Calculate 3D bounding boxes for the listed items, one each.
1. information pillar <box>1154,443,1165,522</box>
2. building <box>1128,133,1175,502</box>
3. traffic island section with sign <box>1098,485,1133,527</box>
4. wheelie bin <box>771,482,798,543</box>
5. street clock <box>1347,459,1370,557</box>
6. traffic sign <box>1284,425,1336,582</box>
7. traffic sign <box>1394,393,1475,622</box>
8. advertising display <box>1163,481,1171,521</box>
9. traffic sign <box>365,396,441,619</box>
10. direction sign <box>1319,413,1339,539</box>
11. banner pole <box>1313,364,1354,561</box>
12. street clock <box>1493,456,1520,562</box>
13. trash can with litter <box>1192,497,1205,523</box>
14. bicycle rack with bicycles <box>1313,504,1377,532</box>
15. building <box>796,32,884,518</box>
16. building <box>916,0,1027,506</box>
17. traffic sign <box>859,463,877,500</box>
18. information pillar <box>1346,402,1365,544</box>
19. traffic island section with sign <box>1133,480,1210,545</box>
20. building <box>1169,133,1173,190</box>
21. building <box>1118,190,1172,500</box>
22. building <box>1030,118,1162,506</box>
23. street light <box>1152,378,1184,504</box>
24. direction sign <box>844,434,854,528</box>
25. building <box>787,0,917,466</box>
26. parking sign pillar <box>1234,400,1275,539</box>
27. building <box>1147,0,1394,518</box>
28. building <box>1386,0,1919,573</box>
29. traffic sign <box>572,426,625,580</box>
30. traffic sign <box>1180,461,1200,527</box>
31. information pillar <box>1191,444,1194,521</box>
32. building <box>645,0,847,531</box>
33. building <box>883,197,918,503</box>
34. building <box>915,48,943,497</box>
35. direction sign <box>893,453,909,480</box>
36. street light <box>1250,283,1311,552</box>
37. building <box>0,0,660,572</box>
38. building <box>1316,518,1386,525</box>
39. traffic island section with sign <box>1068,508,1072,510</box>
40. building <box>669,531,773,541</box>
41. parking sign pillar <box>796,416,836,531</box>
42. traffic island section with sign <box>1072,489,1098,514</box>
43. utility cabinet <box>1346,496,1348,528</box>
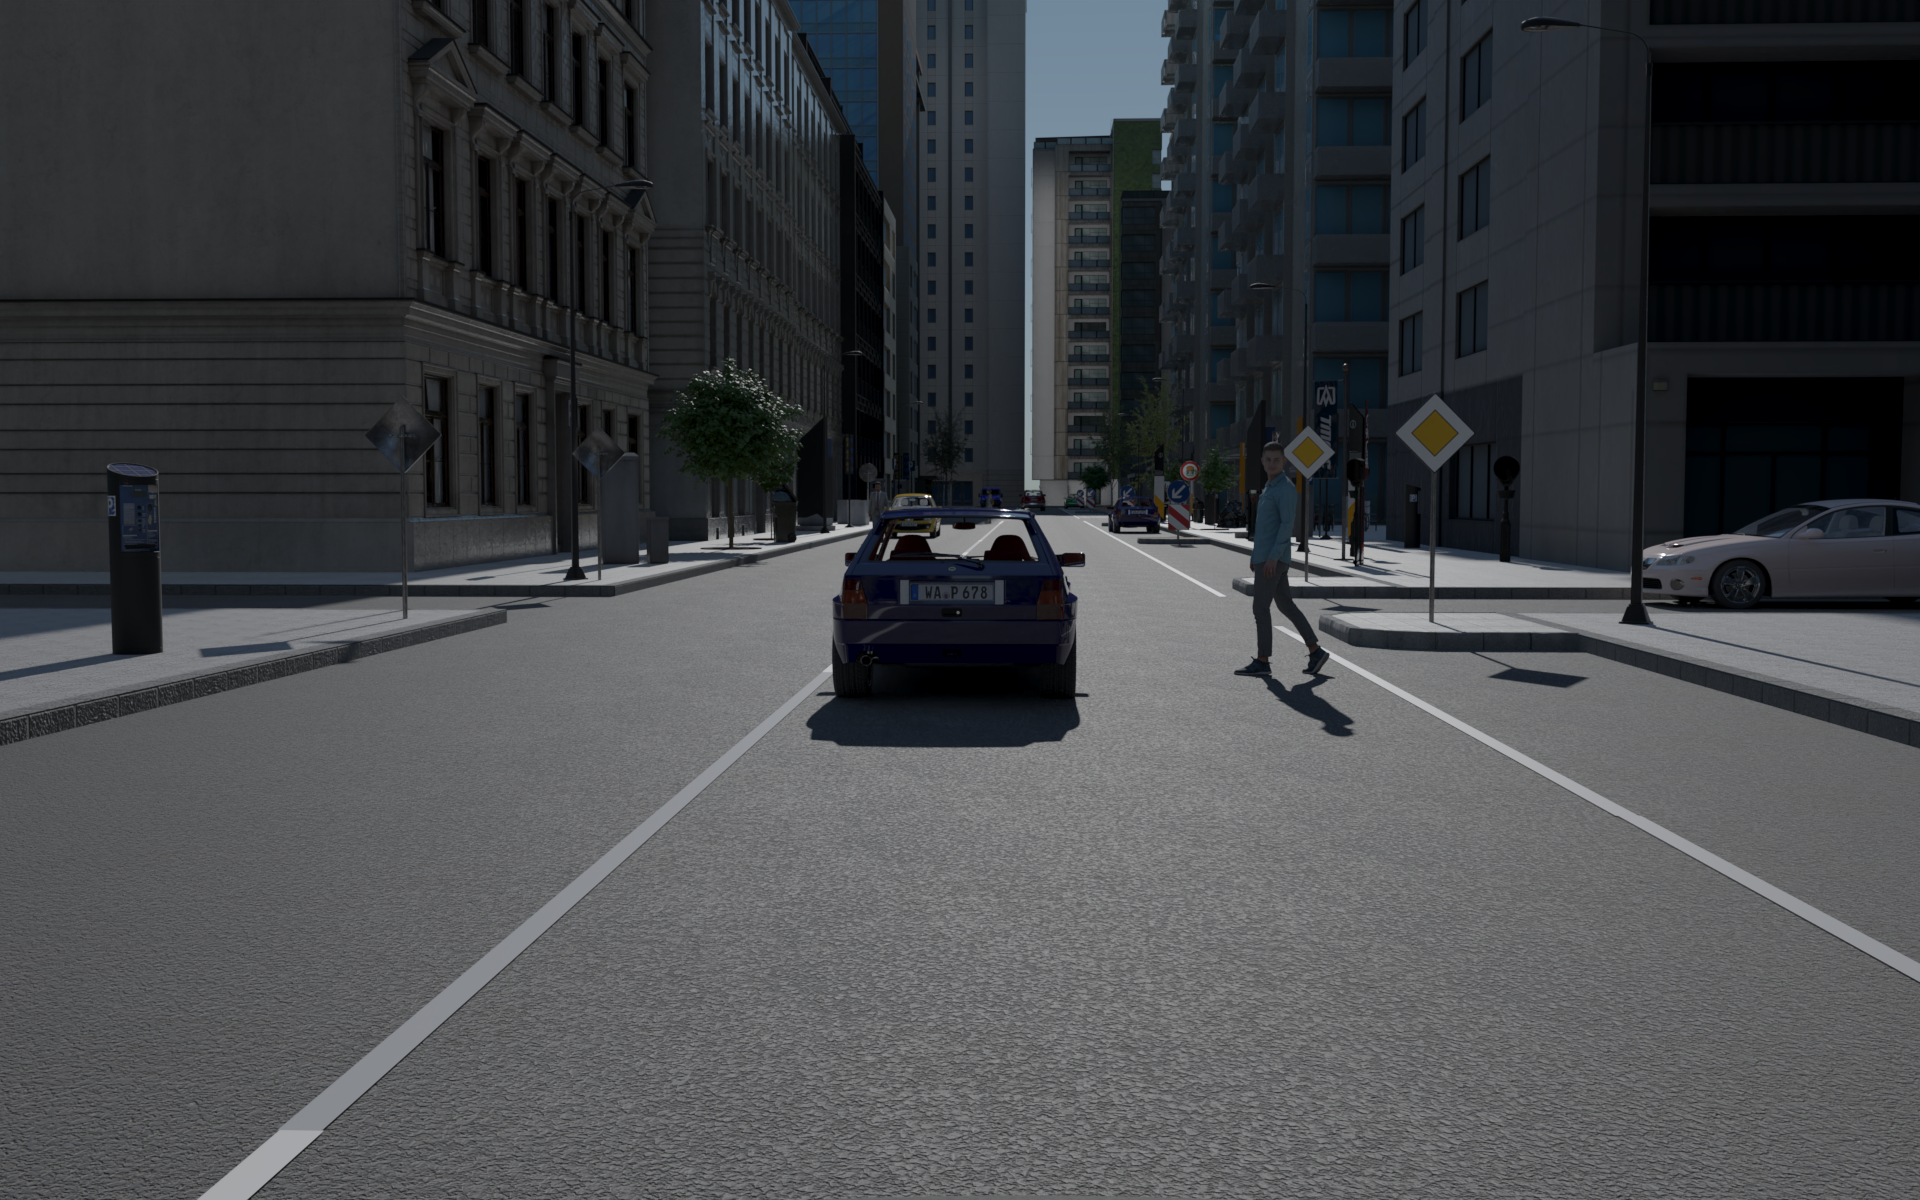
[{"bbox_3d":[9.174,-5.399,79.623,0.504,3.616,0.183,3,4,37],"label":"information pillar"},{"bbox_3d":[30.796,-27.843,147.116,32.217,40.220,23.993,0,4,2],"label":"building"},{"bbox_3d":[7.310,-4.188,77.105,1.989,1.847,2.006,0,4,2],"label":"traffic island section with sign"},{"bbox_3d":[-4.676,-2.331,46.020,0.693,1.594,0.980,-1,4,-14],"label":"wheelie bin"},{"bbox_3d":[8.130,-1.892,35.509,0.471,2.002,0.358,3,5,41],"label":"street clock"},{"bbox_3d":[5.066,-1.324,25.285,0.795,2.450,0.064,0,4,2],"label":"traffic sign"},{"bbox_3d":[4.725,-0.836,17.308,0.795,2.450,0.064,0,4,2],"label":"traffic sign"},{"bbox_3d":[9.736,-4.761,83.060,0.974,1.923,0.123,-3,5,-40],"label":"advertising display"},{"bbox_3d":[-5.709,-0.864,17.772,0.795,2.450,0.064,0,4,2],"label":"traffic sign"},{"bbox_3d":[10.381,-3.486,48.999,0.379,3.537,0.876,-2,4,-30],"label":"direction sign"},{"bbox_3d":[7.235,-2.664,33.568,0.863,3.779,0.401,2,4,32],"label":"banner pole"},{"bbox_3d":[10.311,-1.721,32.705,0.471,2.002,0.358,1,4,22],"label":"street clock"},{"bbox_3d":[10.873,-4.024,77.183,1.055,1.170,0.624,1,4,11],"label":"trash can with litter"},{"bbox_3d":[13.119,-2.833,59.696,2.852,0.926,2.925,2,4,26],"label":"bicycle rack with bicycles"},{"bbox_3d":[-10.861,-16.030,91.771,12.332,23.373,15.834,0,4,2],"label":"building"},{"bbox_3d":[-6.643,-39.995,195.915,28.212,58.520,21.231,0,4,2],"label":"building"},{"bbox_3d":[-3.830,-4.401,72.069,0.768,2.556,0.104,0,4,7],"label":"traffic sign"},{"bbox_3d":[10.086,-3.227,44.123,0.183,3.616,0.504,-2,4,-32],"label":"information pillar"},{"bbox_3d":[6.161,-2.541,50.174,1.989,1.847,2.006,0,4,2],"label":"traffic island section with sign"},{"bbox_3d":[36.551,-33.097,195.756,28.867,44.769,22.147,0,4,2],"label":"building"},{"bbox_3d":[22.219,-24.166,166.810,14.160,30.474,14.107,0,4,2],"label":"building"},{"bbox_3d":[14.889,-31.093,191.962,14.086,41.232,14.154,0,4,2],"label":"building"},{"bbox_3d":[8.394,-5.929,69.479,1.470,5.913,1.316,0,4,2],"label":"street light"},{"bbox_3d":[-4.228,-4.534,66.125,0.379,3.537,0.876,1,4,15],"label":"direction sign"},{"bbox_3d":[-10.807,-29.751,136.545,14.600,45.320,14.200,0,4,2],"label":"building"},{"bbox_3d":[8.707,-3.778,50.239,1.447,3.967,1.447,-1,4,-8],"label":"parking sign pillar"},{"bbox_3d":[25.575,-30.597,119.870,23.786,49.044,30.456,0,4,2],"label":"building"},{"bbox_3d":[21.647,-36.541,35.697,20.611,71.187,20.563,0,4,2],"label":"building"},{"bbox_3d":[-5.368,-1.352,25.750,0.795,2.450,0.064,0,4,2],"label":"traffic sign"},{"bbox_3d":[8.851,-4.072,66.676,0.768,2.556,0.104,0,4,5],"label":"traffic sign"},{"bbox_3d":[10.959,-5.521,81.616,0.183,3.616,0.504,1,4,16],"label":"information pillar"},{"bbox_3d":[-10.656,-13.752,74.003,9.793,20.994,18.267,0,4,2],"label":"building"},{"bbox_3d":[-17.601,-16.574,116.032,27.650,21.520,28.899,0,4,2],"label":"building"},{"bbox_3d":[-16.457,-31.156,164.020,28.867,44.769,22.147,0,4,2],"label":"building"},{"bbox_3d":[-3.216,-6.307,95.119,0.876,3.537,0.379,-1,4,-11],"label":"direction sign"},{"bbox_3d":[7.081,-4.022,38.306,1.470,5.913,1.316,0,4,2],"label":"street light"},{"bbox_3d":[-13.250,-10.544,37.025,10.561,19.102,19.286,0,4,2],"label":"building"},{"bbox_3d":[24.316,-28.282,82.016,23.786,49.044,30.456,0,4,2],"label":"building"},{"bbox_3d":[10.604,-8.918,154.435,1.989,1.847,2.006,0,4,2],"label":"traffic island section with sign"},{"bbox_3d":[-11.163,-12.634,55.712,9.793,20.994,18.267,0,4,2],"label":"building"},{"bbox_3d":[-5.065,-4.400,60.414,1.447,3.967,1.447,3,4,36],"label":"parking sign pillar"},{"bbox_3d":[9.463,-7.271,127.504,1.989,1.847,2.006,0,4,2],"label":"traffic island section with sign"},{"bbox_3d":[15.038,-3.393,66.631,0.306,1.237,1.020,2,4,25],"label":"utility cabinet"}]
